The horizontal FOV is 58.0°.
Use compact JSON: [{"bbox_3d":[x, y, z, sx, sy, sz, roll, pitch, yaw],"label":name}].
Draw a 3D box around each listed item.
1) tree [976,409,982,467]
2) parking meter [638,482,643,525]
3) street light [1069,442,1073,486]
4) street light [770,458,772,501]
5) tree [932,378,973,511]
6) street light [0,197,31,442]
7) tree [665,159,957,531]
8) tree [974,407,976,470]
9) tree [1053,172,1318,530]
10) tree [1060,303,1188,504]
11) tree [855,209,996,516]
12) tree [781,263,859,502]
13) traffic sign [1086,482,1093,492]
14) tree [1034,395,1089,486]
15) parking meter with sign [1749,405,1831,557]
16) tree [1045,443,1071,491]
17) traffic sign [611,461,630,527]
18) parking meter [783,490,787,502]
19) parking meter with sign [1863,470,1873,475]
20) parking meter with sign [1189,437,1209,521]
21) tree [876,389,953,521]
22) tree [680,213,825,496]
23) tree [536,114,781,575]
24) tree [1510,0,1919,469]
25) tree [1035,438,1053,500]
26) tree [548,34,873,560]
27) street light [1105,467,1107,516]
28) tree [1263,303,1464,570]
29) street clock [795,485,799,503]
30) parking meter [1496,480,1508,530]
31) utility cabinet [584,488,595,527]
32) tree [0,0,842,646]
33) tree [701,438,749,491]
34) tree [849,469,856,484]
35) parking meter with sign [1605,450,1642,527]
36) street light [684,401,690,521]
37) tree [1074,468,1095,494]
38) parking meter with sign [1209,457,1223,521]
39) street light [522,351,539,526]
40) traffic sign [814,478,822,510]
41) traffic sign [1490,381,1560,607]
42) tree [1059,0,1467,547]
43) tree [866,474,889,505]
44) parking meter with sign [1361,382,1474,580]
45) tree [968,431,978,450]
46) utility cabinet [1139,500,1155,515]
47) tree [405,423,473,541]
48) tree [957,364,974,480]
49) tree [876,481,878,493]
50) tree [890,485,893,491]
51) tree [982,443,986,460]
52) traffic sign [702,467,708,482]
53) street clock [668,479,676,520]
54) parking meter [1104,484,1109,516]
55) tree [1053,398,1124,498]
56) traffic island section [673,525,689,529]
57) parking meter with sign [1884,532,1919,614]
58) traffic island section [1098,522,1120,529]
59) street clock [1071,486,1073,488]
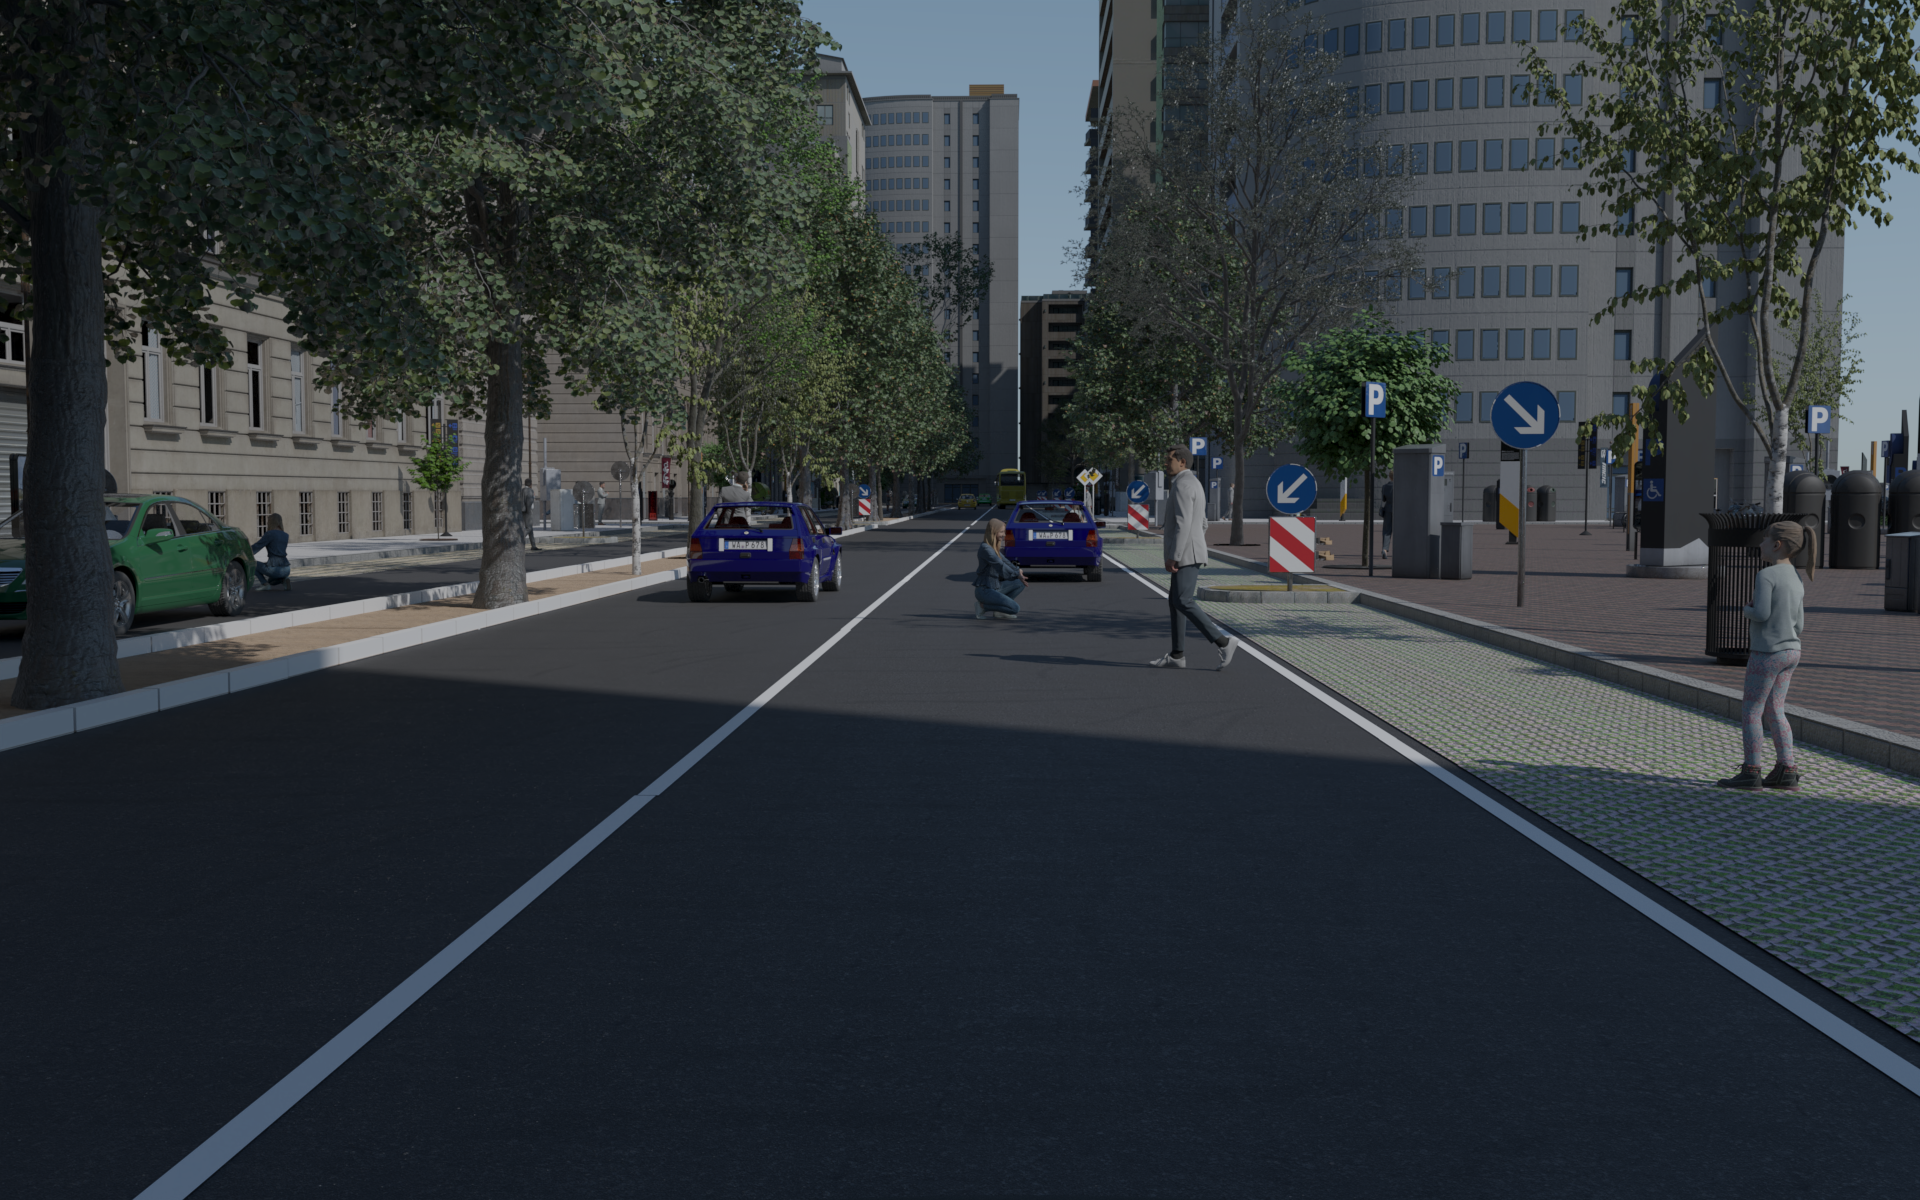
[{"bbox_3d":[-3.786,-11.217,102.856,9.611,12.733,9.660,0,3,0],"label":"tree"},{"bbox_3d":[-13.262,-4.008,71.244,0.399,1.863,0.255,0,4,-8],"label":"parking meter"},{"bbox_3d":[9.967,-11.148,155.062,0.468,5.910,1.993,0,4,2],"label":"street light"},{"bbox_3d":[-11.903,-8.323,108.874,0.468,5.910,1.993,0,4,2],"label":"street light"},{"bbox_3d":[-2.549,-13.377,146.931,9.928,11.665,9.643,0,3,0],"label":"tree"},{"bbox_3d":[-14.167,-3.276,26.344,0.468,5.910,1.993,0,4,2],"label":"street light"},{"bbox_3d":[-5.161,-8.439,57.438,9.611,12.733,9.660,0,3,0],"label":"tree"},{"bbox_3d":[-4.279,-10.078,84.246,9.611,12.733,9.660,0,3,0],"label":"tree"},{"bbox_3d":[7.757,-8.873,62.086,9.611,12.733,9.660,0,3,0],"label":"tree"},{"bbox_3d":[8.654,-10.560,90.788,7.486,12.596,7.792,0,3,0],"label":"tree"},{"bbox_3d":[-4.406,-15.699,115.023,12.611,20.169,13.585,0,3,0],"label":"tree"},{"bbox_3d":[-4.950,-5.962,50.293,4.737,8.622,4.395,0,3,0],"label":"tree"},{"bbox_3d":[9.118,-7.488,122.531,0.768,2.556,0.104,0,4,2],"label":"traffic sign"},{"bbox_3d":[10.326,-13.877,161.296,7.601,10.594,8.767,1,4,8],"label":"tree"},{"bbox_3d":[16.634,-2.366,34.947,0.543,3.016,1.738,-1,4,-17],"label":"parking meter with sign"},{"bbox_3d":[13.065,-17.254,232.467,4.737,8.622,4.395,0,3,0],"label":"tree"},{"bbox_3d":[-13.039,-4.060,66.480,0.768,2.556,0.104,1,4,8],"label":"traffic sign"},{"bbox_3d":[-11.476,-6.463,114.083,0.372,1.533,0.369,0,3,0],"label":"parking meter"},{"bbox_3d":[29.242,-3.676,56.370,1.738,3.016,0.543,0,4,5],"label":"parking meter with sign"},{"bbox_3d":[7.181,-3.541,54.151,0.543,3.016,1.738,-1,4,-9],"label":"parking meter with sign"},{"bbox_3d":[-4.224,-9.549,93.003,8.767,10.594,7.601,0,4,2],"label":"tree"},{"bbox_3d":[-5.529,-5.646,45.132,4.360,8.622,3.978,0,3,0],"label":"tree"},{"bbox_3d":[-5.676,-4.725,30.073,4.737,8.622,4.395,0,3,0],"label":"tree"},{"bbox_3d":[7.151,-3.969,15.252,4.737,8.622,4.395,0,3,0],"label":"tree"},{"bbox_3d":[11.671,-16.621,222.112,4.360,8.622,3.978,0,3,0],"label":"tree"},{"bbox_3d":[-5.720,-6.689,37.576,9.928,11.665,9.643,0,3,0],"label":"tree"},{"bbox_3d":[8.422,-7.769,99.808,0.468,5.910,1.993,0,4,2],"label":"street light"},{"bbox_3d":[6.950,-2.826,29.923,4.285,4.588,4.351,0,3,0],"label":"tree"},{"bbox_3d":[-12.552,-7.908,133.869,0.358,2.002,0.471,1,4,9],"label":"street clock"},{"bbox_3d":[19.580,-3.478,62.580,0.399,1.863,0.255,3,5,40],"label":"parking meter"},{"bbox_3d":[-14.159,-3.512,66.100,0.318,1.500,1.173,-1,4,-19],"label":"utility cabinet"},{"bbox_3d":[-5.747,-6.865,21.358,9.857,13.997,8.962,0,3,0],"label":"tree"},{"bbox_3d":[-12.528,-6.643,92.334,4.285,4.588,4.351,0,3,0],"label":"tree"},{"bbox_3d":[-10.662,-13.105,164.634,4.360,8.622,3.978,0,3,0],"label":"tree"},{"bbox_3d":[25.989,-4.377,67.826,0.543,3.016,1.738,-1,4,-13],"label":"parking meter with sign"},{"bbox_3d":[-12.773,-6.648,81.480,0.468,5.910,1.993,0,4,2],"label":"street light"},{"bbox_3d":[9.293,-8.246,129.417,1.663,3.219,1.824,0,3,0],"label":"tree"},{"bbox_3d":[12.012,-5.229,81.759,0.543,3.016,1.738,1,4,17],"label":"parking meter with sign"},{"bbox_3d":[-13.399,-4.963,53.928,0.468,5.910,1.993,0,4,2],"label":"street light"},{"bbox_3d":[-11.359,-8.488,138.888,0.768,2.556,0.104,0,4,5],"label":"traffic sign"},{"bbox_3d":[6.385,-1.195,19.647,0.768,2.556,0.104,0,4,8],"label":"traffic sign"},{"bbox_3d":[6.952,-8.074,42.376,12.009,13.543,11.850,0,3,0],"label":"tree"},{"bbox_3d":[-9.998,-13.934,211.534,4.285,4.588,4.351,0,3,0],"label":"tree"},{"bbox_3d":[7.004,-1.847,26.457,0.543,3.016,1.738,-3,5,-43],"label":"parking meter with sign"},{"bbox_3d":[-2.766,-12.223,136.711,8.767,10.594,7.601,0,4,2],"label":"tree"},{"bbox_3d":[11.052,-5.738,102.491,1.173,1.500,0.318,-1,4,-20],"label":"utility cabinet"},{"bbox_3d":[-14.461,-3.252,47.766,1.663,3.219,1.824,0,3,0],"label":"tree"},{"bbox_3d":[-4.509,-9.031,67.117,9.611,12.733,9.660,0,3,0],"label":"tree"},{"bbox_3d":[-9.996,-12.342,196.399,1.663,3.219,1.824,0,3,0],"label":"tree"},{"bbox_3d":[-9.581,-17.340,233.863,4.360,8.622,3.978,0,3,0],"label":"tree"},{"bbox_3d":[-2.948,-12.657,126.404,9.611,12.733,9.660,0,3,0],"label":"tree"},{"bbox_3d":[-10.871,-4.347,73.262,0.795,2.593,0.064,0,4,2],"label":"traffic sign"},{"bbox_3d":[-14.192,-4.926,85.115,0.471,2.002,0.358,-2,4,-32],"label":"street clock"},{"bbox_3d":[8.696,-5.943,102.887,0.255,1.863,0.399,1,4,15],"label":"parking meter"},{"bbox_3d":[9.035,-9.773,110.147,4.360,8.622,3.978,0,3,0],"label":"tree"},{"bbox_3d":[-10.895,-3.122,73.329,2.009,0.180,2.903,0,4,2],"label":"traffic island section"},{"bbox_3d":[10.545,-1.343,18.214,0.543,3.016,1.738,-1,4,-15],"label":"parking meter with sign"},{"bbox_3d":[5.640,-3.094,72.860,2.009,0.180,2.903,0,4,2],"label":"traffic island section"},{"bbox_3d":[9.609,-8.720,147.146,0.358,2.002,0.471,1,4,21],"label":"street clock"}]
